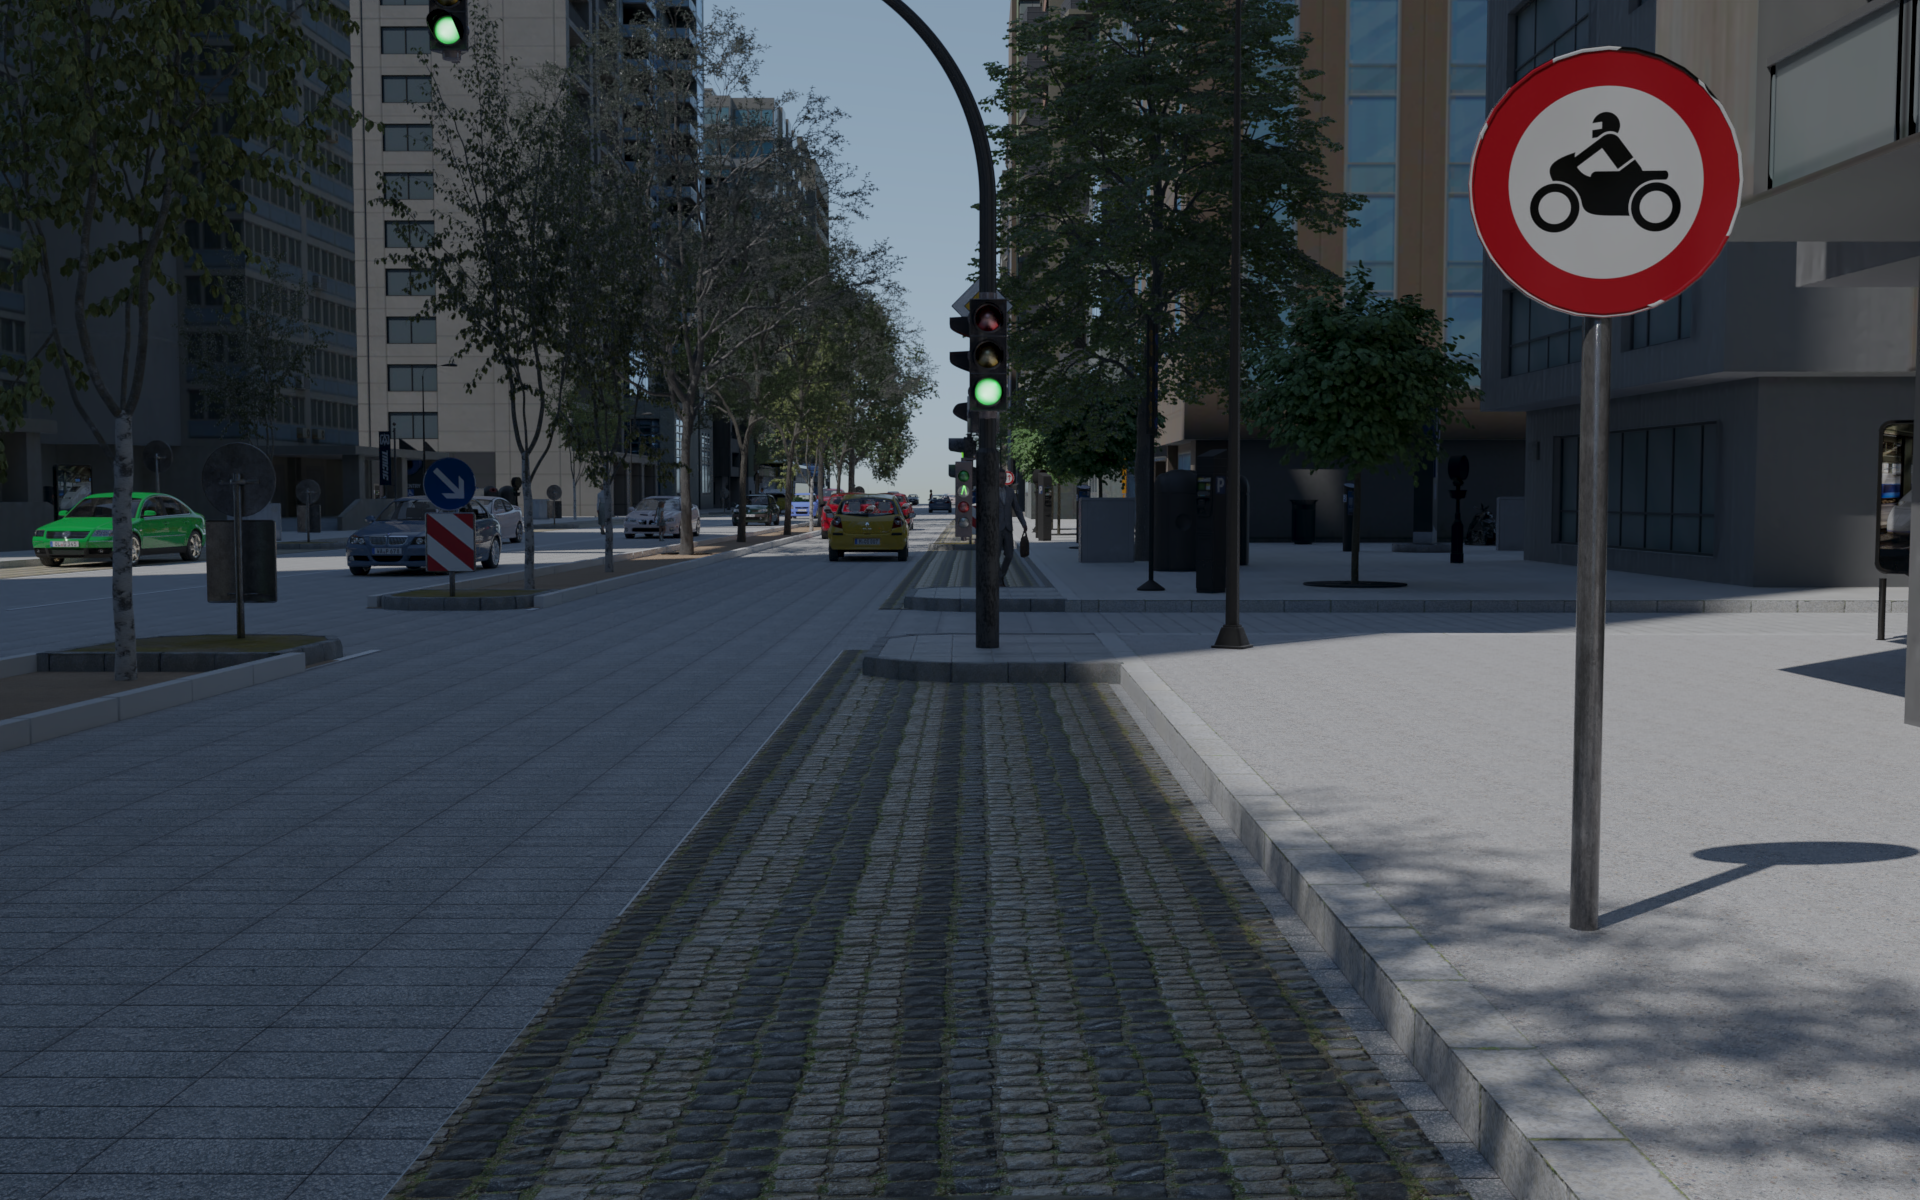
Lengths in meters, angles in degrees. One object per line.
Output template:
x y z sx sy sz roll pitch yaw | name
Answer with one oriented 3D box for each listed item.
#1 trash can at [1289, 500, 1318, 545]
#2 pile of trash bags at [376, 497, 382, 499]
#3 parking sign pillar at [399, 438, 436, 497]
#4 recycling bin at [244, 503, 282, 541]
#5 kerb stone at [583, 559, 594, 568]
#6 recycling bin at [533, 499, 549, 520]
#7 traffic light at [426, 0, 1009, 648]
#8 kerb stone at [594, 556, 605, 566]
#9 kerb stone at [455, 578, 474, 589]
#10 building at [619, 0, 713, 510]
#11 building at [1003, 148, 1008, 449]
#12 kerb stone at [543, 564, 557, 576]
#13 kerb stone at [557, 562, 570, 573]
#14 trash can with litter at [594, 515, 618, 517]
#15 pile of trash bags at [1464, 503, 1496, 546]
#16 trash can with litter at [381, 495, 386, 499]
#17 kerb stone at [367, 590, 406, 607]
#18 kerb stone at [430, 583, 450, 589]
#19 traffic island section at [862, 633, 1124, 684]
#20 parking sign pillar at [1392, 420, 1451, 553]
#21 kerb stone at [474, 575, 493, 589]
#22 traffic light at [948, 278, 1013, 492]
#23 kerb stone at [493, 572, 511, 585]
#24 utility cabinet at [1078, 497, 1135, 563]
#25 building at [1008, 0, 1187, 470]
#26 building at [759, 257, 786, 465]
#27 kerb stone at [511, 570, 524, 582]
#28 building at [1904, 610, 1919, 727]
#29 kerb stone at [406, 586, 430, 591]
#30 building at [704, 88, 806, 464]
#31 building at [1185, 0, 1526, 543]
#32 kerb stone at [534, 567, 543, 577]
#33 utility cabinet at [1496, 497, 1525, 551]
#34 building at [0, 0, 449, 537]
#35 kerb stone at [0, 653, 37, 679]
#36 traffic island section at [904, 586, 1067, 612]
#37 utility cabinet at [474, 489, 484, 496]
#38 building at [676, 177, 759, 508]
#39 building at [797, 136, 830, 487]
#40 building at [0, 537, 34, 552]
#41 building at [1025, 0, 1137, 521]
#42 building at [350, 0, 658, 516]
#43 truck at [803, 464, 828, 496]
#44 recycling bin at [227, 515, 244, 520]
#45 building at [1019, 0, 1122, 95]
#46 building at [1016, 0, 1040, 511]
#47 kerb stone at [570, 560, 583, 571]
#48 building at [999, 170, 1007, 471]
8.748 -1.985 44.109 0.748 1.137 0.748 0 3 0 | trash can
-28.106 -4.646 85.719 1.912 1.369 3.447 1 4 9 | pile of trash bags
-26.294 -5.787 83.094 1.447 3.967 1.447 0 4 7 | parking sign pillar
-19.144 -2.148 47.674 0.722 1.027 0.722 -3 4 -36 | recycling bin
-7.300 -0.694 33.539 0.120 0.150 1.000 0 4 0 | kerb stone
-21.250 -4.588 87.567 0.722 1.027 0.722 3 4 36 | recycling bin
-1.889 -2.422 14.269 4.771 5.953 1.251 0 4 0 | traffic light
-7.287 -0.745 34.562 0.120 0.150 1.000 0 4 0 | kerb stone
-7.358 -0.193 25.356 0.120 0.150 1.000 0 4 0 | kerb stone
-30.779 -50.164 132.851 22.319 86.520 31.000 0 4 0 | building
16.335 -33.737 206.228 22.147 44.769 28.867 0 4 0 | building
-7.322 -0.506 30.466 0.120 0.150 1.000 0 4 0 | kerb stone
-7.306 -0.568 31.489 0.120 0.150 1.000 0 4 0 | kerb stone
-19.946 -5.247 96.847 1.678 1.210 2.233 1 4 11 | trash can with litter
14.513 -2.057 43.385 3.447 1.369 1.912 -1 4 -20 | pile of trash bags
-30.219 -4.914 91.395 1.678 1.210 2.233 0 4 -3 | trash can with litter
-7.390 -0.005 22.280 0.120 0.150 1.000 0 4 0 | kerb stone
-7.370 -0.130 24.334 0.120 0.150 1.000 0 4 0 | kerb stone
0.244 0.476 14.506 2.009 0.180 2.903 0 4 0 | traffic island section
10.328 -3.051 38.351 1.447 3.967 1.447 1 4 20 | parking sign pillar
-7.347 -0.256 26.378 0.120 0.150 1.000 0 4 0 | kerb stone
0.271 -2.046 22.378 0.839 4.253 0.868 0 4 0 | traffic light
-7.342 -0.318 27.400 0.120 0.150 1.000 0 4 0 | kerb stone
2.749 -1.305 32.504 1.020 1.237 0.306 0 4 -7 | utility cabinet
11.215 -30.601 150.443 14.600 45.320 14.200 0 4 0 | building
-26.692 -25.537 189.232 14.160 30.474 14.107 0 4 0 | building
-7.330 -0.378 28.422 0.120 0.150 1.000 0 4 0 | kerb stone
10.570 -19.684 5.432 14.154 41.232 14.086 0 4 0 | building
-7.381 -0.065 23.311 0.120 0.150 1.000 0 4 0 | kerb stone
-30.609 -36.210 211.639 23.786 49.044 30.456 0 4 0 | building
12.789 -24.510 50.848 14.600 45.320 14.200 0 4 0 | building
-7.324 -0.443 29.444 0.120 0.150 1.000 0 4 0 | kerb stone
12.720 -1.722 39.309 1.020 1.237 0.306 0 4 4 | utility cabinet
-37.565 -22.893 66.186 32.217 40.220 23.993 0 4 0 | building
-7.457 0.530 13.523 0.120 0.150 1.000 0 4 0 | kerb stone
0.311 -0.013 22.491 2.009 0.180 2.903 0 4 0 | traffic island section
-26.159 -5.236 94.290 0.318 1.500 1.173 -3 4 -37 | utility cabinet
-26.552 -23.568 157.039 14.160 30.474 14.107 0 4 0 | building
-29.433 -37.566 237.897 21.300 48.544 21.600 0 4 0 | building
-37.345 -20.940 34.250 32.217 40.220 23.993 0 4 0 | building
14.723 -46.939 80.118 22.319 86.520 31.000 0 4 0 | building
-30.092 -40.922 107.331 20.563 71.187 20.611 0 4 0 | building
-12.869 -10.320 158.484 2.967 4.110 18.799 0 4 0 | truck
-22.647 -2.576 54.679 0.722 1.027 0.722 0 3 0 | recycling bin
15.120 -28.115 114.299 22.147 44.769 28.867 0 4 0 | building
11.403 -27.667 135.945 14.154 41.232 14.086 0 4 0 | building
-7.298 -0.625 32.517 0.120 0.150 1.000 0 4 0 | kerb stone
16.429 -38.040 245.661 21.300 48.544 21.600 0 4 0 | building
